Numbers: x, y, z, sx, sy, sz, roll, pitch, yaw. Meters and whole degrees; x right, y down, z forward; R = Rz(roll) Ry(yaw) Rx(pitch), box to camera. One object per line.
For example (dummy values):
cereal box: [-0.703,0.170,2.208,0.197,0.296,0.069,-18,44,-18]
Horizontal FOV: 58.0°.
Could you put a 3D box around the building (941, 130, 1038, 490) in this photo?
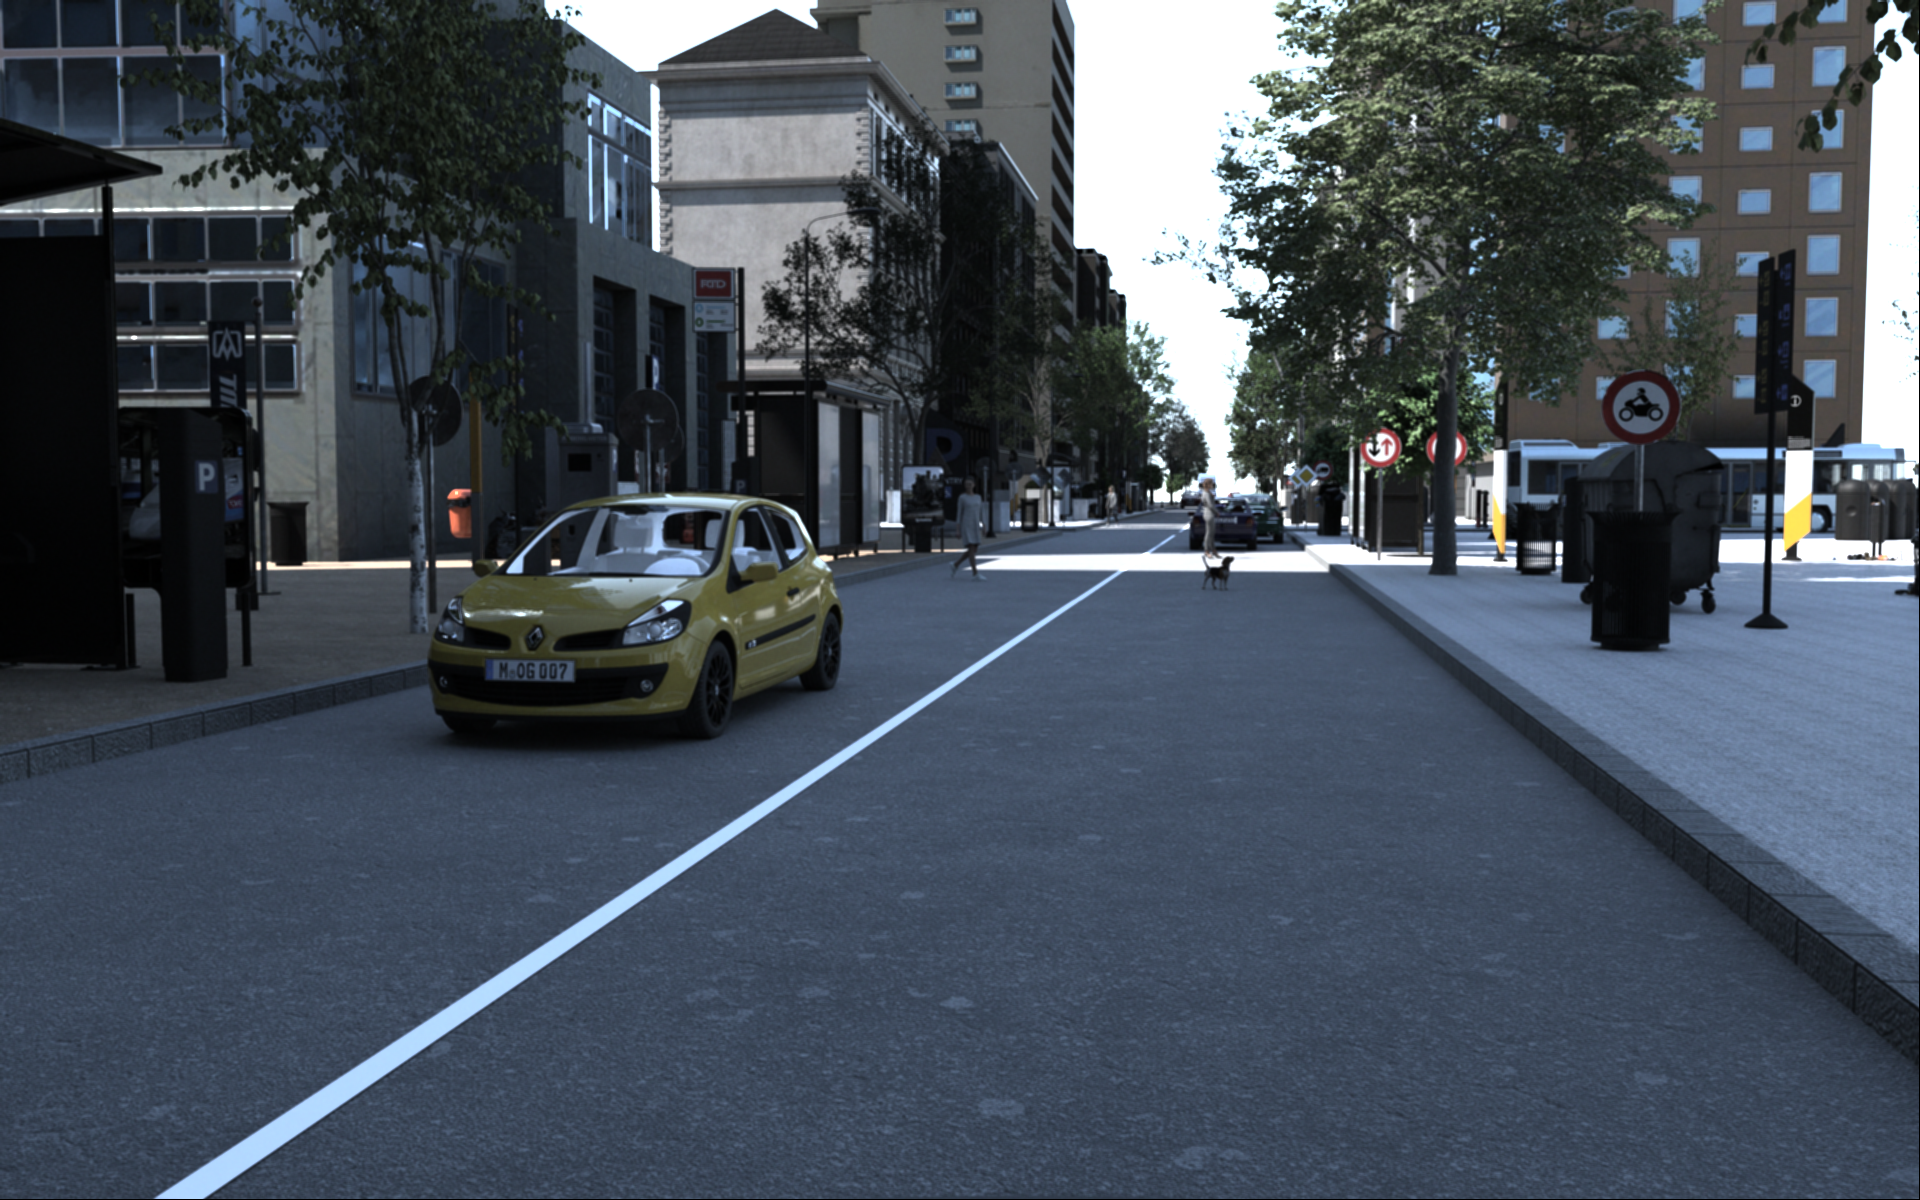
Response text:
building: [-2.787,-20.245,124.508,14.314,27.812,24.014,1,4,9]

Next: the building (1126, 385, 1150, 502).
building: [16.795,-27.040,287.149,27.650,21.520,28.899,1,4,9]

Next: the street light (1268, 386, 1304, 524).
street light: [14.035,-6.210,74.079,1.470,5.913,1.316,1,4,9]

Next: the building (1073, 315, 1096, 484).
building: [-0.654,-20.602,181.877,27.650,21.520,28.899,1,4,9]

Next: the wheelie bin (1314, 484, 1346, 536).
wheelie bin: [11.436,-2.780,53.355,0.980,1.594,0.693,-1,4,-11]

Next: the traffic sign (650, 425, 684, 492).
traffic sign: [-4.950,-1.755,28.800,0.768,2.556,0.104,1,4,19]

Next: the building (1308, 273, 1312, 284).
building: [64.384,-36.901,286.930,14.154,41.232,14.086,1,4,9]

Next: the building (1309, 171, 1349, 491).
building: [62.780,-38.550,253.998,21.300,48.544,21.600,1,4,9]

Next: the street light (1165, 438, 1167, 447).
street light: [16.227,-10.396,142.515,1.470,5.913,1.316,1,4,9]

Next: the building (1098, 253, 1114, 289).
building: [9.883,-34.802,260.896,32.217,40.220,23.993,1,4,9]

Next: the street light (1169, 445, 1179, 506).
street light: [19.725,-11.723,164.213,1.470,5.913,1.316,1,4,9]

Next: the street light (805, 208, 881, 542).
street light: [-1.968,-3.412,28.321,1.470,5.913,1.316,1,4,9]

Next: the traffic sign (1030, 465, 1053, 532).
traffic sign: [2.772,-3.400,59.229,0.795,2.450,0.064,1,4,9]

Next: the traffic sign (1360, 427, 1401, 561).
traffic sign: [8.020,-2.016,33.069,0.768,2.556,0.104,1,4,15]

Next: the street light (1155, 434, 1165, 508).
street light: [14.874,-9.858,133.724,1.470,5.913,1.316,1,4,9]

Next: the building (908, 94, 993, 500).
building: [-5.201,-16.832,104.889,12.332,23.373,15.834,1,4,9]

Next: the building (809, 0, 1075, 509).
building: [-1.399,-32.459,154.409,21.300,48.544,21.600,1,4,9]

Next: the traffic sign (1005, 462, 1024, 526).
traffic sign: [2.141,-4.187,68.559,0.768,2.556,0.104,1,4,18]

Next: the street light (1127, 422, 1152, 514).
street light: [11.436,-8.517,111.802,1.470,5.913,1.316,1,4,9]

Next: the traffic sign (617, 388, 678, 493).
traffic sign: [-3.775,-1.273,20.920,0.768,2.556,0.104,1,4,9]

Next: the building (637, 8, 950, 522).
building: [-7.342,-15.760,86.554,11.050,23.489,19.941,1,4,9]

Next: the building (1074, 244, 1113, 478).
building: [9.848,-26.312,201.905,14.160,30.474,14.107,1,4,9]

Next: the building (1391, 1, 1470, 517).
building: [38.165,-34.668,108.827,21.231,58.520,28.212,1,4,9]

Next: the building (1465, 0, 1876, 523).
building: [30.751,-26.118,77.139,14.200,45.320,14.600,1,4,9]

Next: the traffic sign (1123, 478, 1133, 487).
traffic sign: [12.655,-7.994,130.808,0.768,2.556,0.104,1,4,17]

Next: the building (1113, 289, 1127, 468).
building: [15.740,-28.704,241.007,14.160,30.474,14.107,1,4,9]

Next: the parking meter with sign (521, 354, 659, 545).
parking meter with sign: [-4.700,-1.567,21.884,1.738,3.016,0.543,0,4,-1]

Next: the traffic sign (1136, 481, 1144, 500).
traffic sign: [14.245,-8.263,137.228,0.606,2.300,0.079,1,4,17]

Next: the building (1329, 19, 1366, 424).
building: [55.283,-36.705,189.359,28.713,52.752,27.495,1,4,9]

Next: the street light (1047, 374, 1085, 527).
street light: [4.124,-5.795,67.288,1.470,5.913,1.316,1,4,9]

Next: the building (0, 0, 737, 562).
building: [-23.923,-44.627,42.331,31.000,86.520,22.319,1,4,9]

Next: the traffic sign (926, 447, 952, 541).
traffic sign: [-0.656,-2.913,47.639,0.884,2.594,0.081,1,4,16]

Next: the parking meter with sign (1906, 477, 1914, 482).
parking meter with sign: [43.075,-5.065,79.069,0.543,3.016,1.738,-1,4,-21]

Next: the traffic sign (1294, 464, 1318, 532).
traffic sign: [11.552,-3.313,57.811,0.795,2.450,0.064,1,4,9]

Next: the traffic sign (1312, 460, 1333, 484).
traffic sign: [13.498,-3.939,64.507,0.768,2.556,0.104,1,4,13]

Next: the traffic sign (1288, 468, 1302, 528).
traffic sign: [12.811,-3.795,65.697,0.795,2.450,0.064,1,4,9]

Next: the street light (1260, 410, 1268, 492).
street light: [17.485,-7.529,95.635,1.470,5.913,1.316,1,4,9]

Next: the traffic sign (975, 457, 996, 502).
traffic sign: [0.874,-3.670,60.117,0.768,2.556,0.104,1,4,18]

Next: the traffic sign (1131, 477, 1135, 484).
traffic sign: [13.040,-8.061,131.802,0.884,2.594,0.081,1,4,14]

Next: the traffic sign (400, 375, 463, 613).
traffic sign: [-5.676,-1.129,18.569,0.768,2.556,0.104,1,4,16]

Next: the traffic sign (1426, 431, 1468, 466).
traffic sign: [9.412,-2.045,33.540,0.768,2.556,0.104,1,4,14]

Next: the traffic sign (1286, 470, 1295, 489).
traffic sign: [18.204,-5.767,94.295,0.884,2.594,0.081,1,4,11]

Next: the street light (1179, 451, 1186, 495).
street light: [23.169,-13.041,185.753,1.470,5.913,1.316,1,4,9]

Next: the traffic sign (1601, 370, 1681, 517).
traffic sign: [7.001,-1.086,17.868,0.768,2.556,0.104,1,4,17]

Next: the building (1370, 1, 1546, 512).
building: [43.061,-30.880,155.005,14.600,45.320,14.200,1,4,9]

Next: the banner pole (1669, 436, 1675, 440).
banner pole: [26.963,-4.624,65.627,0.863,3.779,0.401,-3,5,-43]

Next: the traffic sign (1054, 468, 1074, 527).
traffic sign: [4.031,-3.882,67.114,0.795,2.450,0.064,1,4,9]

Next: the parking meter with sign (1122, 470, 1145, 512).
parking meter with sign: [12.795,-8.029,127.540,1.738,3.016,0.543,3,4,36]

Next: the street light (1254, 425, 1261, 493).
street light: [20.853,-8.847,117.187,1.470,5.913,1.316,1,4,9]

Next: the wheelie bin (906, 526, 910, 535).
wheelie bin: [-1.239,-2.810,53.846,0.693,1.594,0.980,2,4,31]

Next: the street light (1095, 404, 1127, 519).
street light: [7.749,-7.169,89.761,1.470,5.913,1.316,1,4,9]

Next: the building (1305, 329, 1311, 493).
building: [61.336,-30.665,273.078,14.160,30.474,14.107,1,4,9]

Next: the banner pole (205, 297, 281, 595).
banner pole: [-9.148,-1.961,22.082,0.863,3.779,0.401,0,4,-1]
